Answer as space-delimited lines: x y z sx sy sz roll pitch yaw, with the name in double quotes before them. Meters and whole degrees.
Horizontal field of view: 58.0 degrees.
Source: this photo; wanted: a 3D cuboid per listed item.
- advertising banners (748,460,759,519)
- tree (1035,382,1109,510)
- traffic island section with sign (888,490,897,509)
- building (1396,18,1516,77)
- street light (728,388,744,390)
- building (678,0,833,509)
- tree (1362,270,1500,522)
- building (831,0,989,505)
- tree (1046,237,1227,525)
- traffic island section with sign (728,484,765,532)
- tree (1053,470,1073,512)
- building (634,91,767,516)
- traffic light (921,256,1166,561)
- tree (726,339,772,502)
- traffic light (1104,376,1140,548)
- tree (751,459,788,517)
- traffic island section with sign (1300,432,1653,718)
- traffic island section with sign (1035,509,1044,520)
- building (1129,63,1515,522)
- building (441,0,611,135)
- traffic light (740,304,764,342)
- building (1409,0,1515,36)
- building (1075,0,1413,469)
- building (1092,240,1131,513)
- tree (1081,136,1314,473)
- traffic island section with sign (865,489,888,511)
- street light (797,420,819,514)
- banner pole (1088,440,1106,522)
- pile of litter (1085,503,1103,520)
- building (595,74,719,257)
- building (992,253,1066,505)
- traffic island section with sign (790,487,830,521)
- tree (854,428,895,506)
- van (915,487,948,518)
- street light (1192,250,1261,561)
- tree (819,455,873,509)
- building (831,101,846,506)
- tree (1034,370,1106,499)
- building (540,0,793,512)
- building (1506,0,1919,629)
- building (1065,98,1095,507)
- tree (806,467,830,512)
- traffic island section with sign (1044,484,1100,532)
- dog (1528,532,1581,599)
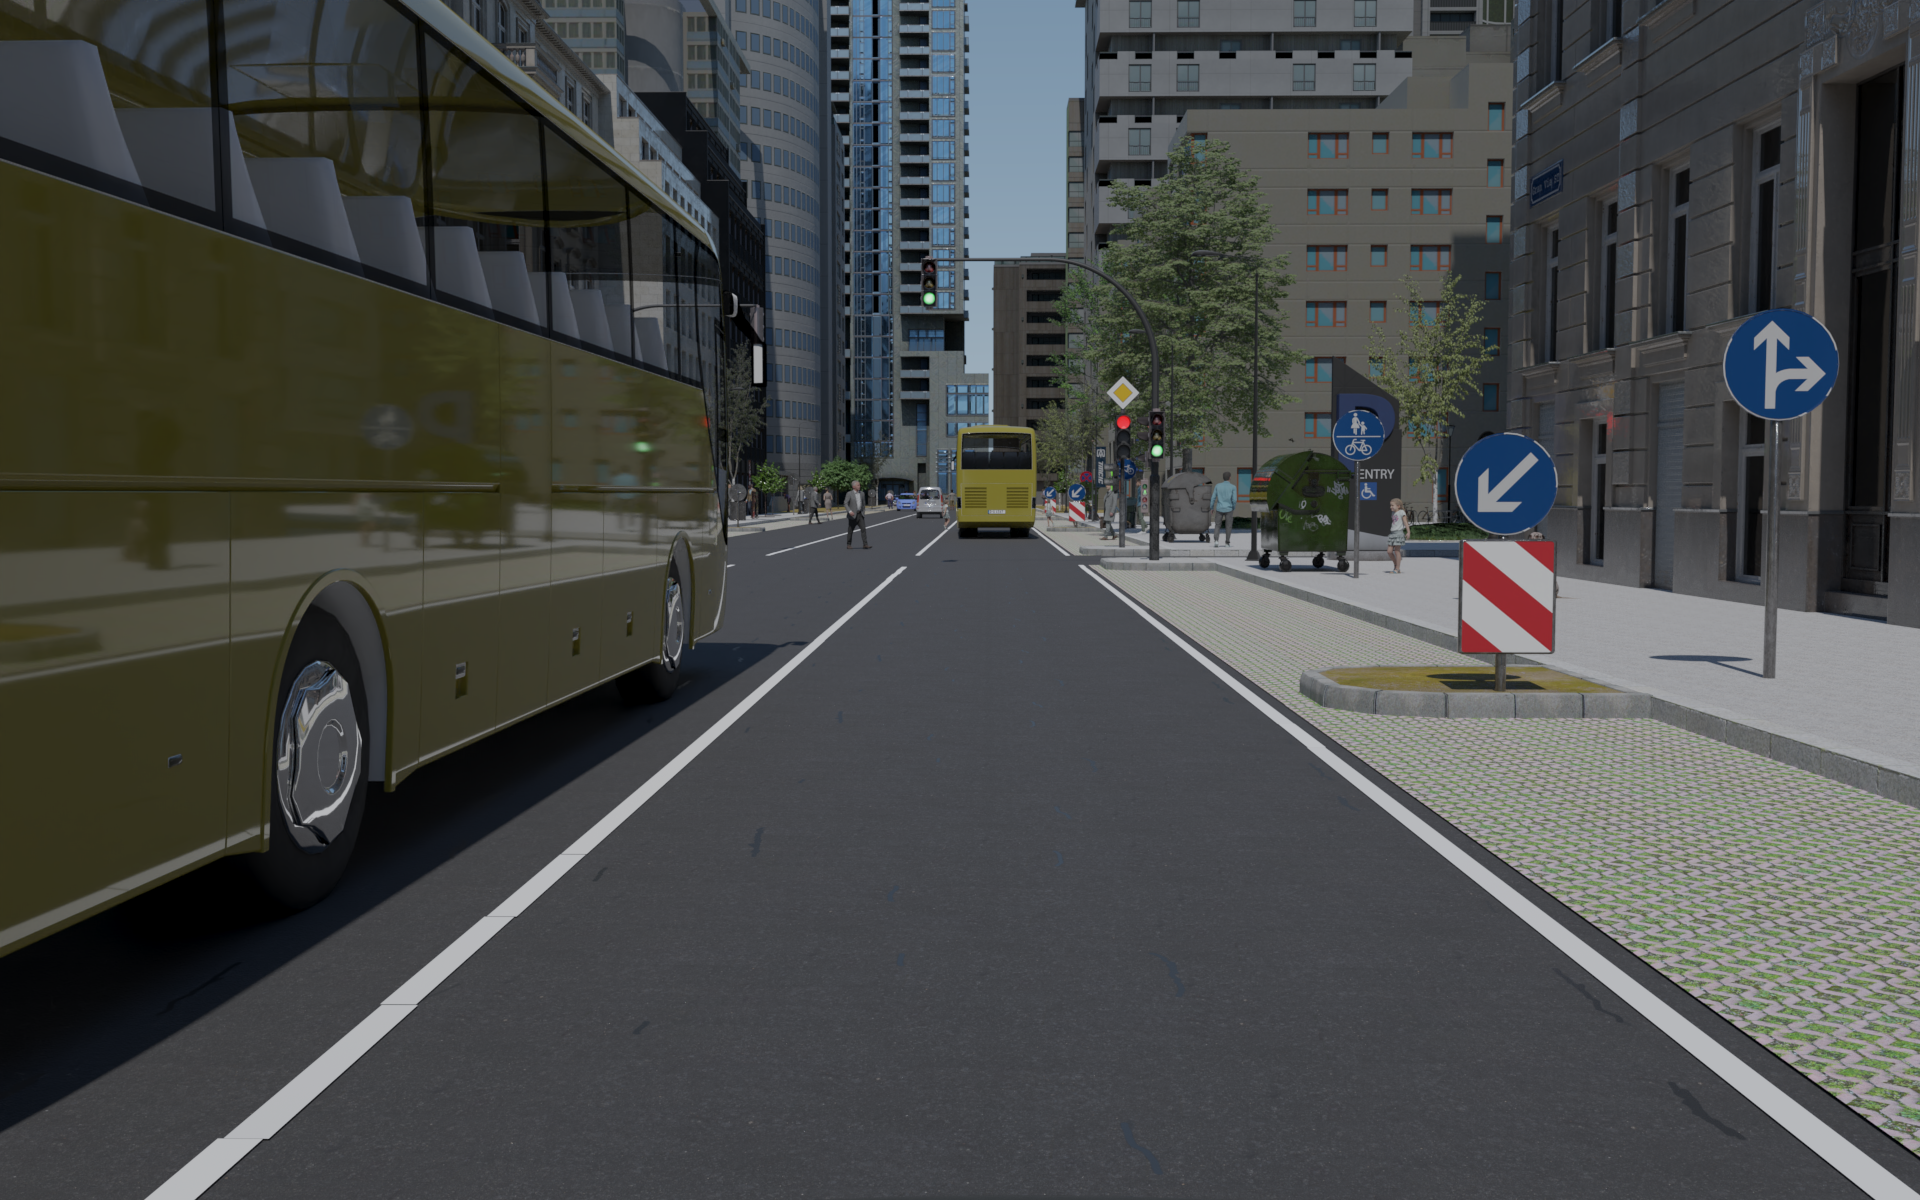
"advertising banners" -10.651 -5.693 89.263 0.090 3.025 2.074 0 4 7
"tree" 7.604 -9.861 111.587 4.737 8.622 4.395 0 3 0
"traffic island section with sign" -6.795 -9.901 170.509 1.989 1.847 2.006 0 4 1
"building" 53.047 -33.844 177.046 21.600 48.544 21.300 0 4 1
"street light" -10.125 -6.305 75.626 1.470 5.913 1.316 0 4 1
"building" -23.187 -37.451 154.328 21.231 58.520 28.212 0 4 1
"tree" 15.263 -6.481 56.332 4.737 8.622 4.395 0 3 0
"building" -11.945 -55.000 211.919 31.000 86.520 22.319 0 4 1
"tree" 7.317 -8.914 71.507 9.928 11.665 9.643 0 3 0
"traffic island section with sign" -8.505 -3.528 66.318 1.989 1.847 2.006 0 4 1
"tree" 8.583 -9.299 146.634 1.663 3.219 1.824 0 3 0
"building" -18.785 -16.769 103.855 12.332 23.373 15.834 0 4 1
"traffic light" 1.638 -3.586 33.299 4.771 5.953 1.251 0 4 1
"tree" -10.902 -8.091 82.647 4.360 8.622 3.978 0 3 0
"traffic light" 3.862 -3.209 41.391 0.839 4.253 0.868 0 4 1
"tree" -10.621 -6.184 95.715 1.663 3.219 1.824 0 3 0
"traffic island section with sign" 3.425 -0.203 11.939 1.989 1.847 2.006 0 4 1
"traffic island section with sign" 4.778 -5.238 94.268 1.989 1.847 2.006 0 4 1
"building" 24.257 -15.128 92.379 27.650 21.520 28.899 0 4 1
"building" -21.726 -14.845 61.799 14.460 24.649 34.723 0 4 1
"traffic light" -7.104 -4.093 41.589 4.771 5.953 1.251 0 4 1
"building" 56.525 -47.295 211.519 20.611 71.187 20.563 0 4 1
"building" 25.577 -34.913 160.073 28.713 52.752 27.495 0 4 1
"building" 24.791 -17.565 132.234 27.650 21.520 28.899 0 4 1
"tree" 7.542 -8.382 55.169 7.486 12.596 7.792 0 3 0
"traffic island section with sign" -7.235 -8.250 143.513 1.989 1.847 2.006 0 4 1
"street light" -9.586 -8.362 109.265 1.470 5.913 1.316 0 4 1
"banner pole" 6.358 -5.511 80.116 0.863 3.779 0.401 0 4 -8
"pile of litter" 6.799 -4.436 86.500 1.176 0.858 1.719 0 4 -8
"building" -18.629 -14.243 87.628 10.420 20.320 16.860 0 4 1
"building" 10.908 -26.828 210.332 14.107 30.474 14.160 0 4 1
"traffic island section with sign" -8.063 -5.177 93.270 1.989 1.847 2.006 0 4 1
"tree" -9.322 -14.621 189.418 4.360 8.622 3.978 0 3 0
"van" -1.727 -5.886 103.240 2.013 2.044 4.112 0 4 1
"street light" 5.112 -3.707 33.152 1.470 5.913 1.316 0 4 1
"tree" -10.176 -9.902 145.619 4.285 4.588 4.351 0 3 0
"building" -19.350 -30.531 182.779 14.086 41.232 14.154 0 4 1
"tree" 7.144 -9.336 103.011 4.360 8.622 3.978 0 3 0
"building" -29.385 -26.731 128.930 32.217 40.220 23.993 0 4 1
"building" 14.787 -13.439 16.994 12.463 27.353 25.104 0 4 1
"building" 18.055 -30.485 182.024 14.154 41.232 14.086 0 4 1
"tree" -10.399 -7.981 125.083 1.663 3.219 1.824 0 3 0
"traffic island section with sign" 4.315 -3.515 66.099 1.989 1.847 2.006 0 4 1
"dog" 7.233 -0.415 21.162 0.800 0.831 0.513 0 4 -6
